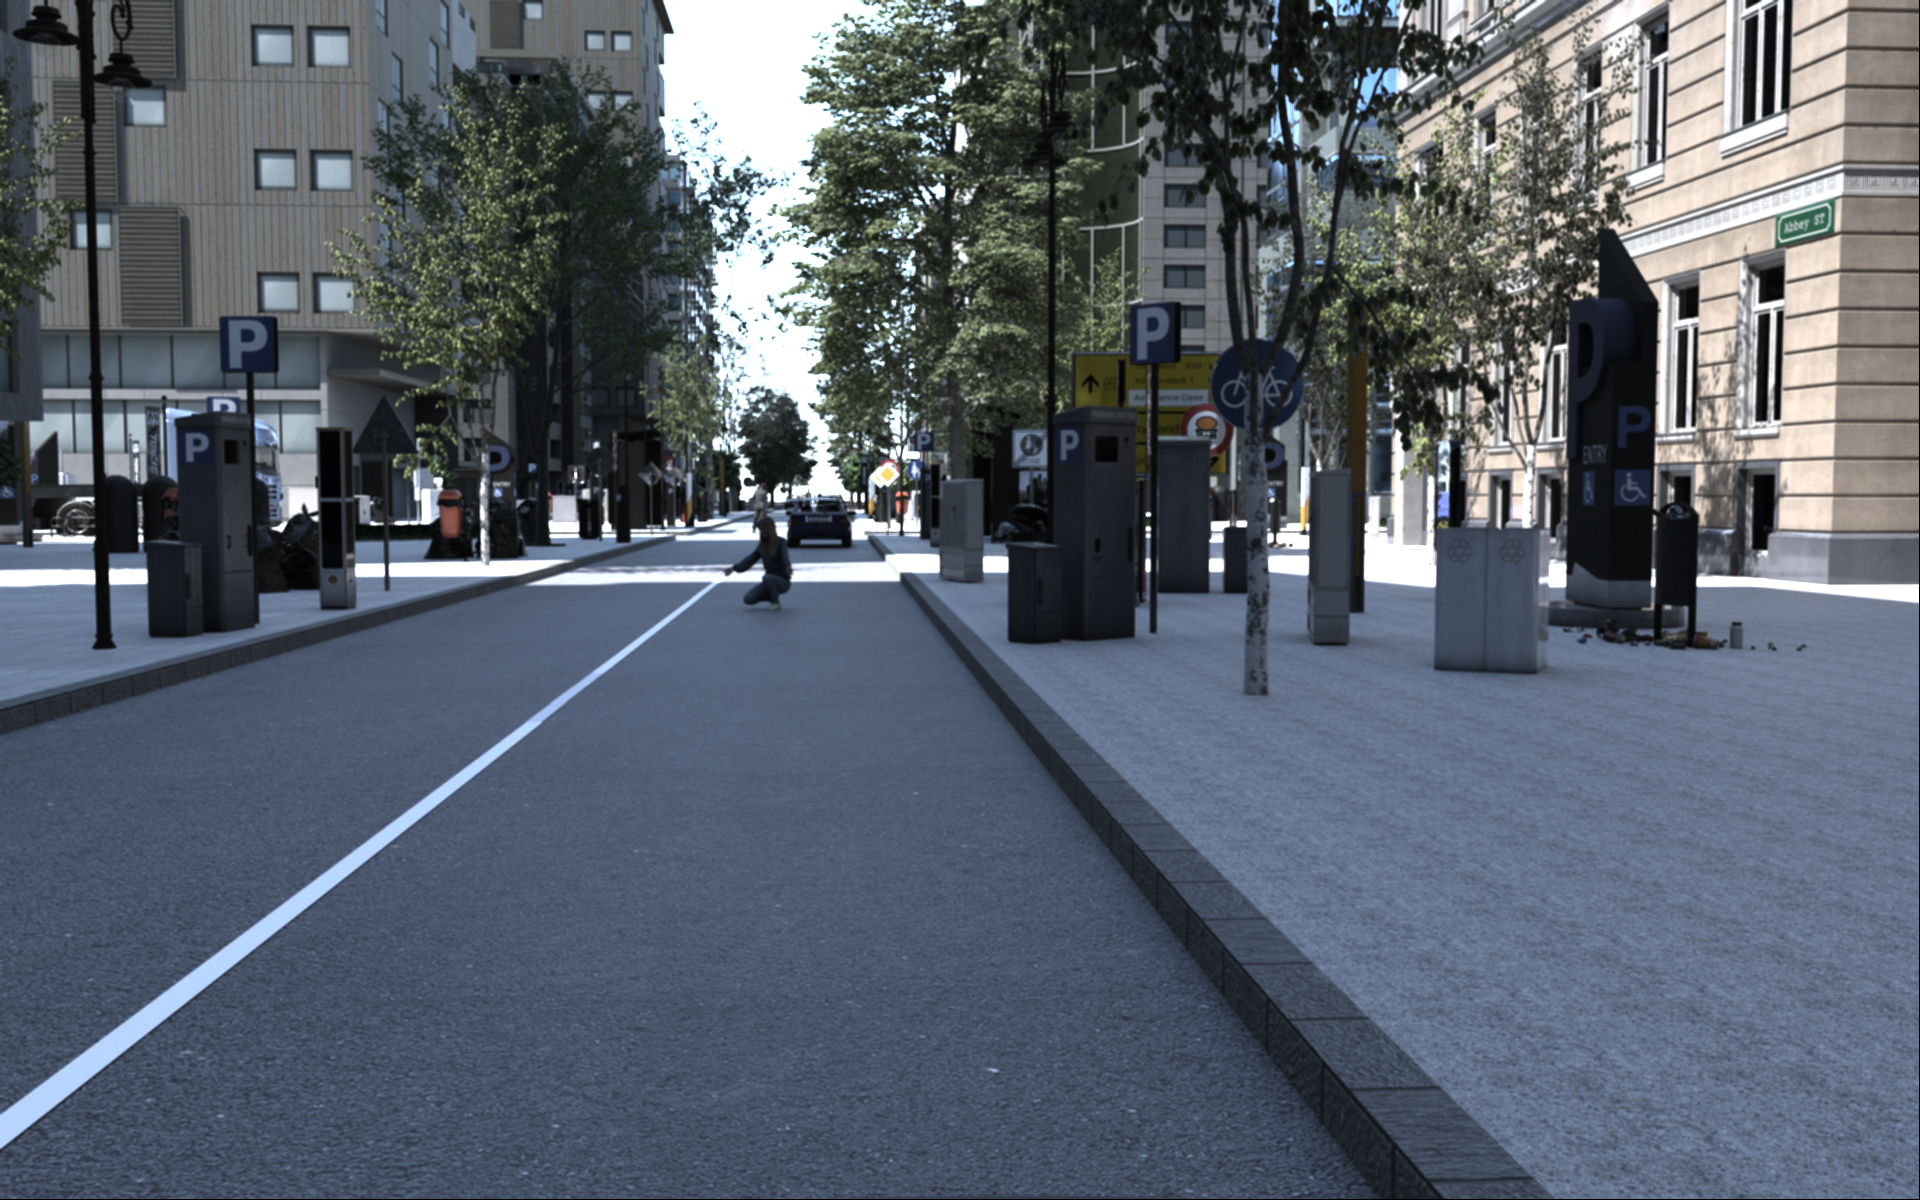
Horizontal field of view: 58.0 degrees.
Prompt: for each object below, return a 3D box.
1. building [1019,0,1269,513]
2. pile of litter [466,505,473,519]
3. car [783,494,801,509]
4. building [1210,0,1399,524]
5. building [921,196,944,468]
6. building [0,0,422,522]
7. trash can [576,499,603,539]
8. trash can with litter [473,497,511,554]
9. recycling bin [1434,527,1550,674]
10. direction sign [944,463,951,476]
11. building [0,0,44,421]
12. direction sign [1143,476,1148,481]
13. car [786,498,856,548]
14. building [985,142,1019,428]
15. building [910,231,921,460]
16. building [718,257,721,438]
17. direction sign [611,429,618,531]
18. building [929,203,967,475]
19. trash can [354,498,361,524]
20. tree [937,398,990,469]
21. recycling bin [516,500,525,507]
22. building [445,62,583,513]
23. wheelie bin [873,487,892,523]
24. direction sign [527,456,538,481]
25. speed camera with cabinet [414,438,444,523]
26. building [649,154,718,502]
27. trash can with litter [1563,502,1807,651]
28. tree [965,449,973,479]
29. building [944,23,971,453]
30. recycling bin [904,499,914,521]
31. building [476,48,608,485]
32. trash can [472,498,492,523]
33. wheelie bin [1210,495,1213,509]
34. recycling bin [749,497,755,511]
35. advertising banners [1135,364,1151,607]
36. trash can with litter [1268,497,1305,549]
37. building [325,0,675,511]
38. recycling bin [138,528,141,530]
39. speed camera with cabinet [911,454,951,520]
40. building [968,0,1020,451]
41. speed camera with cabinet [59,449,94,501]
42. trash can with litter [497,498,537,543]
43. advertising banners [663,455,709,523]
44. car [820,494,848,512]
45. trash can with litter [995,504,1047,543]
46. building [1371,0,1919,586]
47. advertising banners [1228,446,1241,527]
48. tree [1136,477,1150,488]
[{"bbox_3d":[13.406,-42.093,126.469,20.563,71.187,20.611,0,4,-4],"label":"building"},{"bbox_3d":[-24.585,-4.508,87.678,1.719,0.858,1.176,2,4,23],"label":"pile of litter"},{"bbox_3d":[-15.876,-9.534,165.674,2.009,1.686,4.222,0,4,-5],"label":"car"},{"bbox_3d":[28.320,-47.176,84.005,31.000,86.520,22.319,0,4,-4],"label":"building"},{"bbox_3d":[1.398,-37.289,259.791,14.600,45.320,14.200,0,4,-4],"label":"building"},{"bbox_3d":[-40.502,-30.525,88.322,28.713,52.752,27.495,0,4,-4],"label":"building"},{"bbox_3d":[-10.542,-2.301,49.281,0.748,1.137,0.748,0,3,0],"label":"trash can"},{"bbox_3d":[-10.424,-1.622,37.579,2.233,1.210,1.678,-2,4,-30],"label":"trash can with litter"},{"bbox_3d":[3.925,-0.013,12.761,0.722,1.027,0.722,2,4,25],"label":"recycling bin"},{"bbox_3d":[-0.744,-8.170,125.571,0.876,3.537,0.379,1,4,14],"label":"direction sign"},{"bbox_3d":[-26.728,-21.334,32.408,14.086,41.232,14.154,0,4,-4],"label":"building"},{"bbox_3d":[11.392,-7.135,108.661,0.876,3.537,0.379,0,4,-8],"label":"direction sign"},{"bbox_3d":[-3.845,-2.150,47.732,1.945,1.354,3.894,0,4,-3],"label":"car"},{"bbox_3d":[8.943,-22.862,145.499,14.160,30.474,14.107,0,4,-4],"label":"building"},{"bbox_3d":[3.236,-38.361,281.833,22.147,44.769,28.867,0,4,-4],"label":"building"},{"bbox_3d":[-49.664,-40.078,274.885,23.786,49.044,30.456,0,4,-4],"label":"building"},{"bbox_3d":[-12.044,-4.192,60.542,0.379,3.537,0.876,-1,4,-20],"label":"direction sign"},{"bbox_3d":[2.466,-34.378,245.676,14.154,41.232,14.086,0,4,-4],"label":"building"},{"bbox_3d":[-22.950,-3.279,65.261,0.748,1.137,0.748,0,3,0],"label":"trash can"},{"bbox_3d":[0.281,-10.254,118.018,4.737,8.622,4.395,0,3,0],"label":"tree"},{"bbox_3d":[-19.630,-3.967,77.419,0.722,1.027,0.722,-2,4,-30],"label":"recycling bin"},{"bbox_3d":[-34.219,-21.263,119.355,14.160,30.474,14.107,0,4,-4],"label":"building"},{"bbox_3d":[-3.432,-4.261,77.568,0.693,1.594,0.980,2,4,33],"label":"wheelie bin"},{"bbox_3d":[-25.397,-6.807,103.298,0.876,3.537,0.379,1,4,11],"label":"direction sign"},{"bbox_3d":[-18.719,-4.085,61.118,0.660,3.252,2.038,-2,4,-31],"label":"speed camera with cabinet"},{"bbox_3d":[-47.633,-38.177,243.794,23.786,49.044,30.456,0,4,-4],"label":"building"},{"bbox_3d":[6.119,-0.248,15.116,1.678,1.210,2.233,-1,4,-10],"label":"trash can with litter"},{"bbox_3d":[1.088,-7.814,111.469,4.285,4.588,4.351,0,3,0],"label":"tree"},{"bbox_3d":[13.480,-36.624,188.048,28.713,52.752,27.495,0,4,-4],"label":"building"},{"bbox_3d":[-2.575,-4.234,81.780,0.722,1.027,0.722,0,4,6],"label":"recycling bin"},{"bbox_3d":[-44.369,-27.753,145.642,32.217,40.220,23.993,0,4,-4],"label":"building"},{"bbox_3d":[-17.729,-3.215,64.218,0.748,1.137,0.748,0,3,0],"label":"trash can"},{"bbox_3d":[7.127,-2.688,51.864,0.693,1.594,0.980,-3,5,-42],"label":"wheelie bin"},{"bbox_3d":[-15.423,-7.215,130.524,0.722,1.027,0.722,2,4,33],"label":"recycling bin"},{"bbox_3d":[2.157,-1.486,20.476,0.090,3.025,2.074,1,4,11],"label":"advertising banners"},{"bbox_3d":[7.464,-1.876,41.727,1.678,1.210,2.233,1,4,13],"label":"trash can with litter"},{"bbox_3d":[-43.545,-35.613,171.508,28.713,52.752,27.495,0,4,-4],"label":"building"},{"bbox_3d":[-29.331,-3.072,62.786,0.722,1.027,0.722,1,4,21],"label":"recycling bin"},{"bbox_3d":[-1.352,-5.534,84.823,2.038,3.252,0.660,0,4,-3],"label":"speed camera with cabinet"},{"bbox_3d":[12.214,-33.016,163.516,21.300,48.544,21.600,0,4,-4],"label":"building"},{"bbox_3d":[-38.468,-4.972,75.632,2.038,3.252,0.660,1,4,11],"label":"speed camera with cabinet"},{"bbox_3d":[-11.385,-2.057,45.012,1.055,1.170,0.624,3,5,41],"label":"trash can with litter"},{"bbox_3d":[-12.353,-5.010,78.103,2.074,3.025,0.090,-1,4,-19],"label":"advertising banners"},{"bbox_3d":[-7.443,-5.531,100.214,2.009,1.686,4.222,0,4,-5],"label":"car"},{"bbox_3d":[0.910,-0.528,20.022,0.624,1.170,1.055,2,4,30],"label":"trash can with litter"},{"bbox_3d":[17.657,-15.146,33.545,13.634,28.700,20.117,0,4,-4],"label":"building"},{"bbox_3d":[9.951,-4.065,62.643,0.090,3.025,2.074,1,4,20],"label":"advertising banners"},{"bbox_3d":[8.737,-5.567,85.614,1.663,3.219,1.824,0,3,0],"label":"tree"}]
